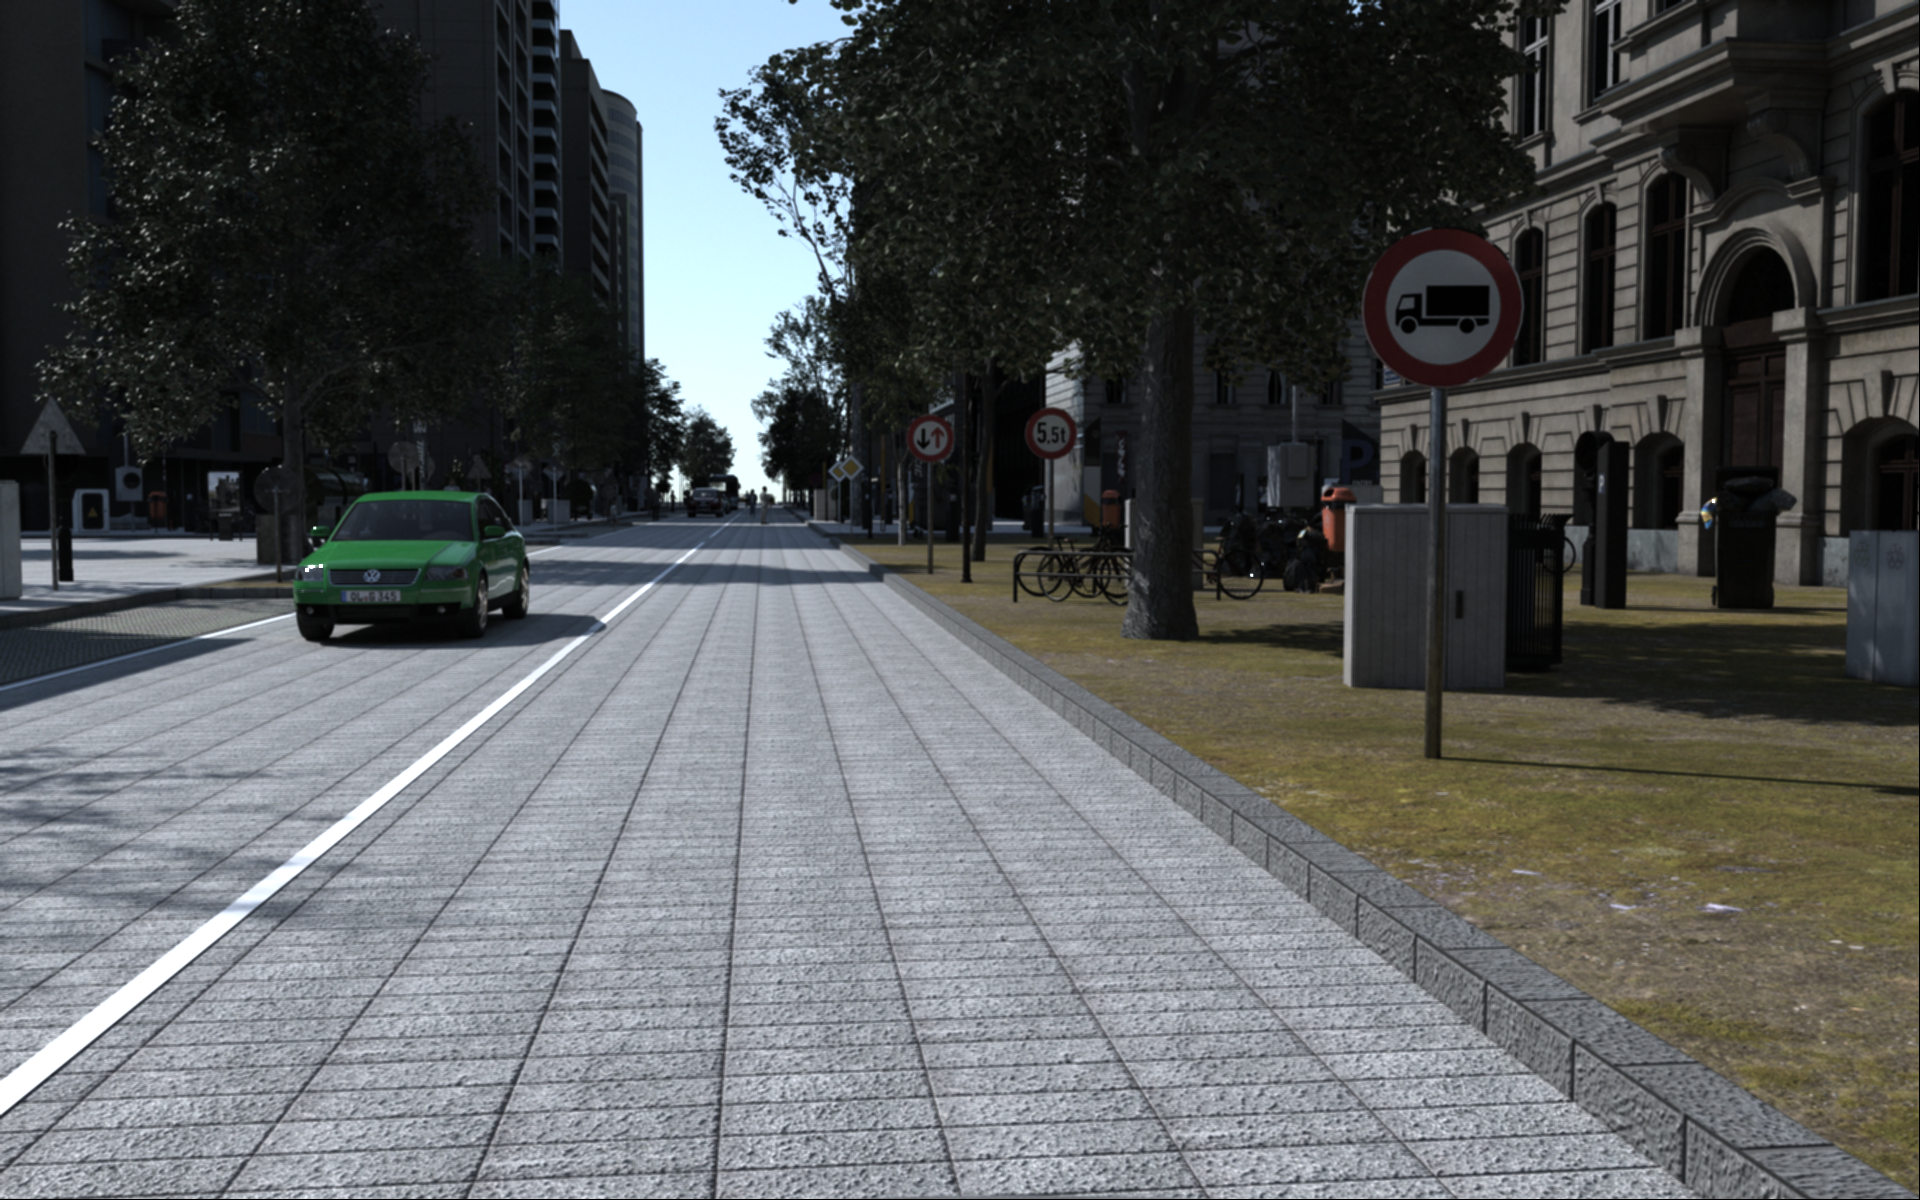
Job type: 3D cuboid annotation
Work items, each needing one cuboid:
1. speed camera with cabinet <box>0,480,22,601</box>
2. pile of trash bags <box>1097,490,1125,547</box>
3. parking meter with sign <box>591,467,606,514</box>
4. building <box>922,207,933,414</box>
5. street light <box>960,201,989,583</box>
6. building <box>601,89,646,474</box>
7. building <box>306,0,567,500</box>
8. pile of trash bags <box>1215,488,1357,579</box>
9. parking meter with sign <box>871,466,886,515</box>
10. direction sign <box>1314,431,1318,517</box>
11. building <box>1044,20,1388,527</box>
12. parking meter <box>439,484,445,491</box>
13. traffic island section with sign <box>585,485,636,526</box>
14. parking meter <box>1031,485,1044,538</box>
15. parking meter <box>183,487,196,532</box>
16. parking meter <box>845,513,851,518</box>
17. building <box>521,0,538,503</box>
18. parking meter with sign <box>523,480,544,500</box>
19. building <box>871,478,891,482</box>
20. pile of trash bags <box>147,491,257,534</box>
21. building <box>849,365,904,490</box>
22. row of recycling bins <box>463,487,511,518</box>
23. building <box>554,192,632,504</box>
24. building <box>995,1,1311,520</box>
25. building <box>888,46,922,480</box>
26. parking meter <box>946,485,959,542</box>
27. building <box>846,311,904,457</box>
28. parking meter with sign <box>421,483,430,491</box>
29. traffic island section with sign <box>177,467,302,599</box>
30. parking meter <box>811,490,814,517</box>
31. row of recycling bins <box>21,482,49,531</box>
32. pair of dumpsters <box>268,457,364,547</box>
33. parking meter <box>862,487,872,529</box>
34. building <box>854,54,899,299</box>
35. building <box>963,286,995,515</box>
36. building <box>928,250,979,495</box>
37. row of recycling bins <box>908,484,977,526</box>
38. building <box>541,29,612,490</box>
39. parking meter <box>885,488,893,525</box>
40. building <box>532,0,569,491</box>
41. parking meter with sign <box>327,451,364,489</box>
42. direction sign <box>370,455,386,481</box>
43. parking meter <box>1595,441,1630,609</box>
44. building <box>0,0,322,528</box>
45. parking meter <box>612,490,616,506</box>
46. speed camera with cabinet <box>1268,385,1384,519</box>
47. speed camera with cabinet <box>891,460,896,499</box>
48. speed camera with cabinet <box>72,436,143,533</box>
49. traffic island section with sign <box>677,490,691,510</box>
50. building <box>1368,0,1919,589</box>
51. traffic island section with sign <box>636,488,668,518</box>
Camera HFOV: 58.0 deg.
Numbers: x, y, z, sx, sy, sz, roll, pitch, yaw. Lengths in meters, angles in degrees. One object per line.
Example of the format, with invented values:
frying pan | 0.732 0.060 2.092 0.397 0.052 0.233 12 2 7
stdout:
speed camera with cabinet | -12.120 -1.582 20.199 0.660 3.252 2.038 2 4 29
pile of trash bags | 4.211 -2.012 42.650 1.912 1.369 3.447 2 4 24
parking meter with sign | -23.226 -7.139 112.981 1.738 3.016 0.543 1 4 15
building | 3.672 -22.637 141.813 14.160 30.474 14.107 0 4 -6
street light | 0.095 -3.189 24.931 0.468 5.910 1.993 0 4 -6
building | -56.851 -43.197 248.261 21.231 58.520 28.212 0 4 -6
building | -36.671 -41.184 111.608 20.563 71.187 20.611 0 4 -6
pile of trash bags | 5.219 -1.029 26.573 1.912 1.369 3.447 -1 4 -13
parking meter with sign | -5.159 -6.727 106.250 0.543 3.016 1.738 1 4 22
direction sign | 12.912 -4.334 62.860 0.379 3.537 0.876 0 4 5
building | 13.106 -13.682 72.856 18.267 20.994 9.793 0 4 -6
parking meter | -30.689 -5.935 102.753 0.399 1.863 0.255 -2 4 -30
traffic island section with sign | -15.641 -4.194 77.194 1.989 1.847 2.006 0 4 -6
parking meter | 2.297 -2.611 51.108 0.372 1.533 0.369 0 3 0
parking meter | -26.003 -3.062 58.481 0.372 1.533 0.369 0 3 0
parking meter | -6.028 -5.394 93.910 0.399 1.863 0.255 1 4 20
building | -41.450 -29.746 136.459 14.600 45.320 14.200 0 4 -6
parking meter with sign | -25.116 -6.521 102.886 1.738 3.016 0.543 -2 4 -32
building | 6.652 -30.469 190.050 32.217 40.220 23.993 0 4 -6
pile of trash bags | -24.797 -2.875 56.752 3.447 1.369 1.912 0 4 -8
building | -1.087 -24.454 244.868 27.650 21.520 28.899 0 4 -6
row of recycling bins | -25.556 -5.307 93.880 3.534 1.692 1.069 1 4 16
building | -50.931 -33.310 228.210 14.154 41.232 14.086 0 4 -6
building | 8.872 -15.661 85.741 12.332 23.373 15.834 0 4 -6
building | 4.825 -31.103 163.161 22.147 44.769 28.867 0 4 -6
parking meter | -0.200 -2.340 46.663 0.372 1.533 0.369 0 3 0
building | -10.502 -30.187 265.259 14.160 30.474 14.107 0 4 -6
parking meter with sign | -19.956 -4.159 64.268 0.543 3.016 1.738 0 4 6
traffic island section with sign | -9.724 -0.968 24.461 1.989 1.847 2.006 0 4 -6
parking meter | -8.332 -5.532 98.866 0.372 1.533 0.369 0 3 0
row of recycling bins | -33.440 -3.219 59.735 3.534 1.692 1.069 -2 4 -25
pair of dumpsters | -16.301 -2.521 43.713 1.574 2.255 4.437 0 4 -6
parking meter | -3.374 -3.339 63.007 0.372 1.533 0.369 0 3 0
building | -8.656 -51.618 282.197 20.563 71.187 20.611 0 4 -6
building | 8.493 -14.703 107.853 16.820 18.784 16.811 0 4 -6
building | 3.174 -16.904 125.527 9.793 20.994 18.267 0 4 -6
row of recycling bins | -0.631 -3.869 70.378 3.534 1.692 1.069 2 4 34
building | -49.088 -34.314 184.741 21.300 48.544 21.600 0 4 -6
parking meter | -3.029 -3.955 73.069 0.372 1.533 0.369 0 3 0
building | -47.109 -51.657 157.267 22.319 86.520 31.000 0 4 -6
parking meter with sign | -20.962 -3.888 59.838 1.738 3.016 0.543 -2 4 -34
direction sign | -33.843 -6.654 100.782 0.876 3.537 0.379 0 4 -6
parking meter | 7.311 -0.839 19.426 0.255 1.863 0.399 0 4 4
building | -41.195 -25.767 75.912 22.147 44.769 28.867 0 4 -6
parking meter | -21.001 -5.892 104.753 0.372 1.533 0.369 0 3 0
speed camera with cabinet | 6.654 -2.274 31.512 2.038 3.252 0.660 -1 4 -13
speed camera with cabinet | -3.671 -6.435 99.550 0.660 3.252 2.038 0 4 -1
speed camera with cabinet | -28.243 -3.855 57.363 2.038 3.252 0.660 -3 5 -44
traffic island section with sign | -24.491 -9.009 155.922 1.989 1.847 2.006 0 4 -6
building | 17.262 -12.632 25.621 14.460 24.649 34.723 0 4 -6
traffic island section with sign | -18.787 -5.900 105.091 1.989 1.847 2.006 0 4 -6
